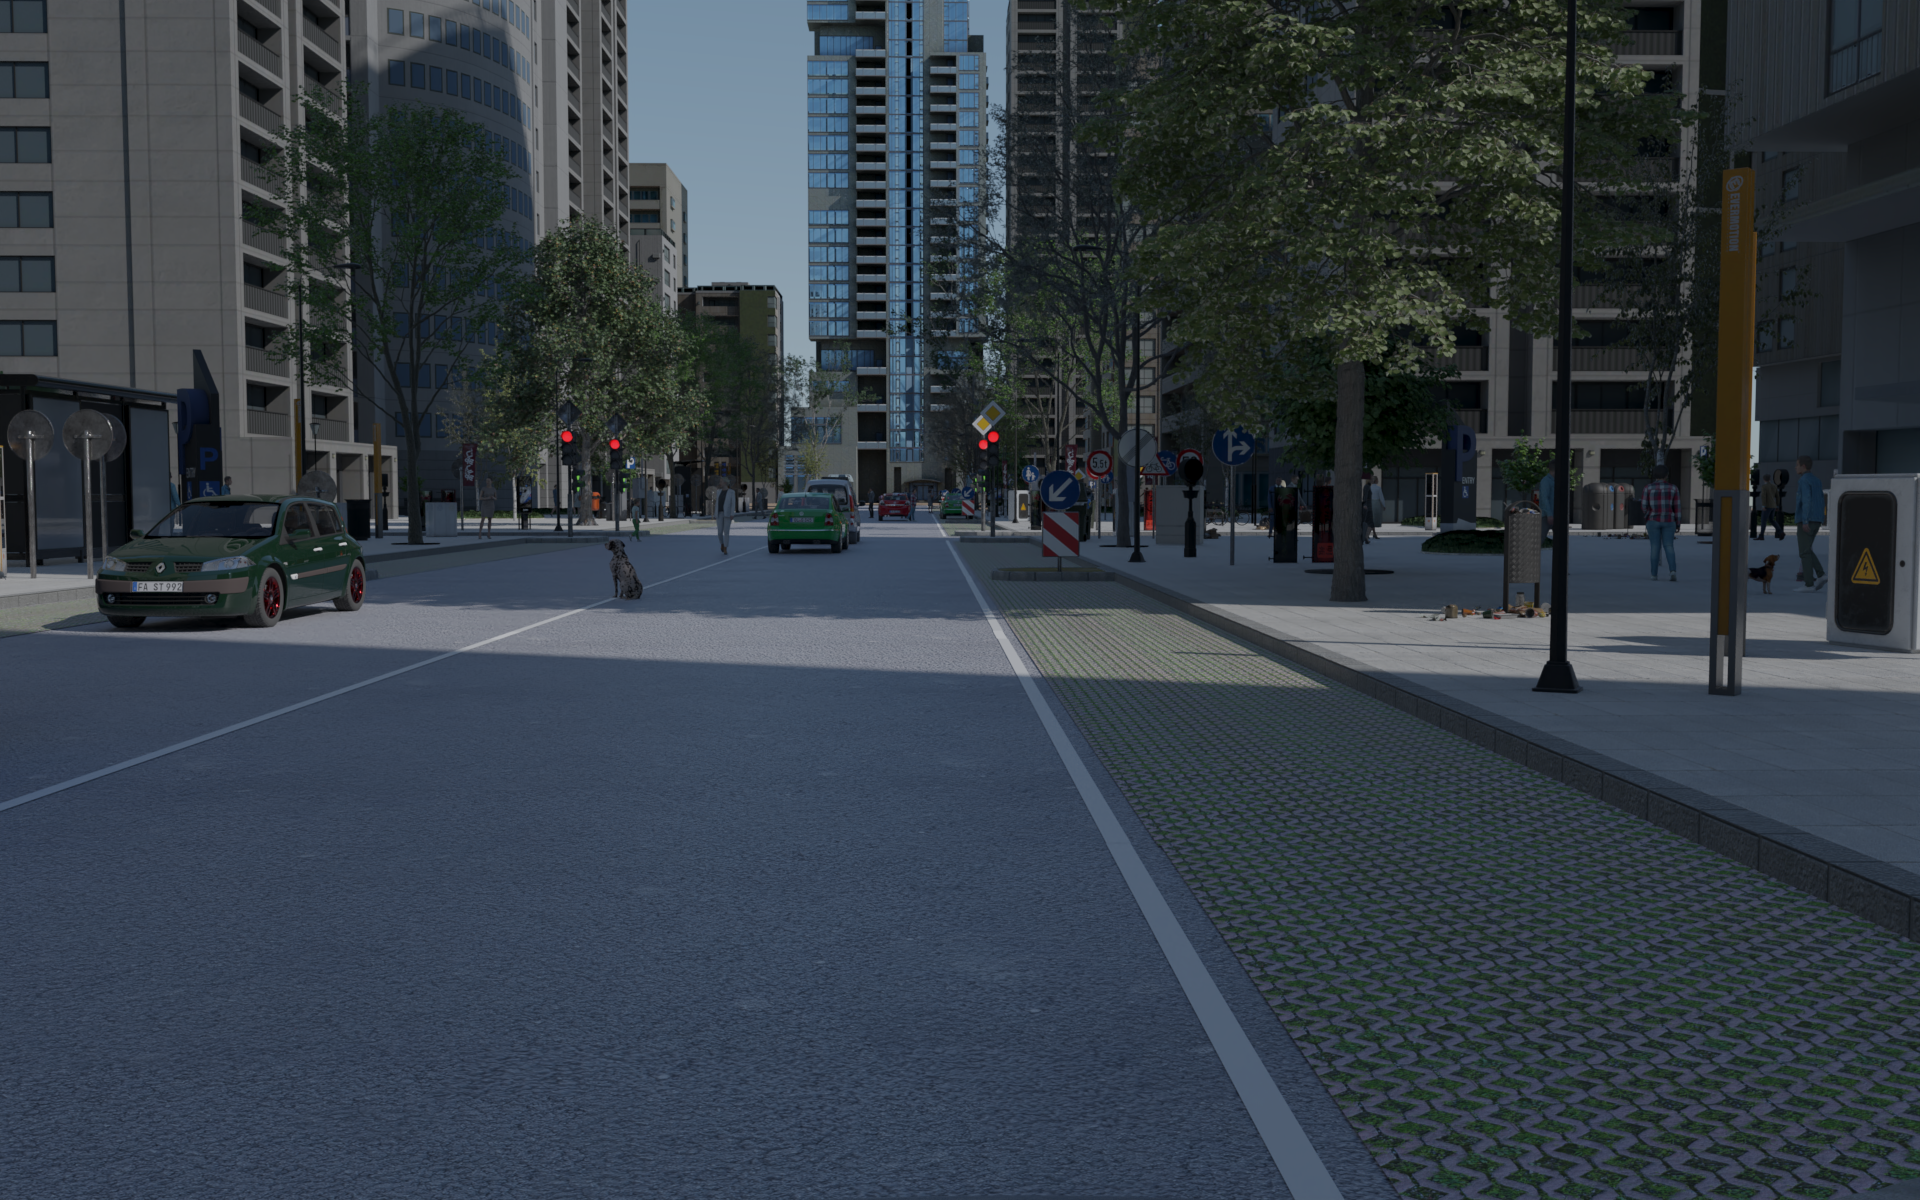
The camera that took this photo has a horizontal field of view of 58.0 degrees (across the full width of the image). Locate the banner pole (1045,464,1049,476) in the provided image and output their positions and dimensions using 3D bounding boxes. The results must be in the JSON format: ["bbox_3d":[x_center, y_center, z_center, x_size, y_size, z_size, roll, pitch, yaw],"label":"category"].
[{"bbox_3d":[5.736,-7.408,111.131,0.863,3.779,0.401,3,5,43],"label":"banner pole"}]

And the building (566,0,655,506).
[{"bbox_3d":[-40.373,-44.455,165.095,20.563,71.187,20.611,0,4,-1],"label":"building"}]

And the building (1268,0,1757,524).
[{"bbox_3d":[27.068,-39.344,81.526,20.611,71.187,20.563,0,4,-1],"label":"building"}]

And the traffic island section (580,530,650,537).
[{"bbox_3d":[-11.814,-2.284,59.621,2.009,0.180,2.903,0,4,-1],"label":"traffic island section"}]

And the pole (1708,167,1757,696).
[{"bbox_3d":[4.898,-1.049,10.990,0.158,3.312,0.155,0,3,0],"label":"pole"}]

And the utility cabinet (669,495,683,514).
[{"bbox_3d":[-18.701,-6.291,114.013,0.306,1.237,1.020,3,5,40],"label":"utility cabinet"}]

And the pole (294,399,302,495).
[{"bbox_3d":[-14.157,-2.648,37.143,0.158,3.312,0.155,0,3,0],"label":"pole"}]

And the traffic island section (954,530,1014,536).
[{"bbox_3d":[0.824,-2.301,59.901,2.009,0.180,2.903,0,4,-1],"label":"traffic island section"}]

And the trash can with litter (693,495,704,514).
[{"bbox_3d":[-16.583,-6.093,110.680,1.678,1.210,2.233,-2,4,-30],"label":"trash can with litter"}]

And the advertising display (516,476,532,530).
[{"bbox_3d":[-15.644,-3.485,62.194,0.123,1.923,0.974,1,4,13],"label":"advertising display"}]

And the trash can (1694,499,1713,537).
[{"bbox_3d":[22.623,-2.500,52.523,0.748,1.137,0.748,0,3,0],"label":"trash can"}]

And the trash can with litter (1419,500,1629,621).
[{"bbox_3d":[5.581,-0.440,18.251,2.233,1.210,1.678,-2,4,-33],"label":"trash can with litter"}]

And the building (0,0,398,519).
[{"bbox_3d":[-38.992,-39.384,82.188,20.563,71.187,20.611,0,4,-1],"label":"building"}]

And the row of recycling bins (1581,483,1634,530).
[{"bbox_3d":[23.518,-3.415,62.945,1.069,1.692,3.534,3,5,41],"label":"row of recycling bins"}]

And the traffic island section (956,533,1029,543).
[{"bbox_3d":[1.005,-1.813,51.918,2.009,0.180,2.903,0,4,-1],"label":"traffic island section"}]

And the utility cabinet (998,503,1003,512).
[{"bbox_3d":[2.870,-7.105,127.331,1.020,1.237,0.306,3,5,43],"label":"utility cabinet"}]

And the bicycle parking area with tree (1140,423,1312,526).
[{"bbox_3d":[12.390,-5.199,72.014,9.016,4.147,8.231,1,4,22],"label":"bicycle parking area with tree"}]

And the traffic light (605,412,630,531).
[{"bbox_3d":[-11.774,-4.316,59.487,0.839,4.253,0.868,0,4,-1],"label":"traffic light"}]

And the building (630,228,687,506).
[{"bbox_3d":[-38.332,-25.555,189.527,14.107,30.474,14.160,0,4,-1],"label":"building"}]

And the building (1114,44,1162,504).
[{"bbox_3d":[21.170,-29.174,160.591,14.154,41.232,14.086,0,4,-1],"label":"building"}]

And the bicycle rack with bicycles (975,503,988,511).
[{"bbox_3d":[2.330,-7.200,131.097,2.925,0.926,2.852,-1,4,-19],"label":"bicycle rack with bicycles"}]

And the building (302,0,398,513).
[{"bbox_3d":[-40.312,-43.151,143.768,20.563,71.187,20.611,0,4,-1],"label":"building"}]

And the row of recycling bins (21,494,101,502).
[{"bbox_3d":[-25.585,-2.594,49.519,3.534,1.692,1.069,2,4,30],"label":"row of recycling bins"}]

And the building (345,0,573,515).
[{"bbox_3d":[-39.418,-35.041,114.924,21.231,58.520,28.212,0,4,-1],"label":"building"}]

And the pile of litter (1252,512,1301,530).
[{"bbox_3d":[11.394,-2.951,62.215,1.719,0.858,1.176,1,4,17],"label":"pile of litter"}]

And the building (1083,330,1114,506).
[{"bbox_3d":[28.212,-20.702,183.512,27.650,21.520,28.899,0,4,-1],"label":"building"}]

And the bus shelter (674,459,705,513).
[{"bbox_3d":[-18.667,-7.844,119.535,1.731,3.624,6.357,0,4,-1],"label":"bus shelter"}]

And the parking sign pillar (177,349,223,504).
[{"bbox_3d":[-13.931,-2.647,31.754,1.447,3.967,1.447,-3,4,-36],"label":"parking sign pillar"}]

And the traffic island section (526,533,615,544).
[{"bbox_3d":[-11.633,-1.796,51.638,2.009,0.180,2.903,0,4,-1],"label":"traffic island section"}]

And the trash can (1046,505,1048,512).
[{"bbox_3d":[4.582,-4.645,87.606,0.748,1.137,0.748,0,3,0],"label":"trash can"}]

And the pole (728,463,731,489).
[{"bbox_3d":[-15.199,-7.355,114.090,0.158,3.312,0.155,0,3,0],"label":"pole"}]

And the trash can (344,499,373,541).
[{"bbox_3d":[-16.587,-2.209,47.774,0.748,1.137,0.748,0,3,0],"label":"trash can"}]

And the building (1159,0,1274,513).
[{"bbox_3d":[26.495,-30.605,124.092,21.300,48.544,21.600,0,4,-1],"label":"building"}]

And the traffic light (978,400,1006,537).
[{"bbox_3d":[0.965,-3.846,51.803,0.839,4.253,0.868,0,4,-1],"label":"traffic light"}]

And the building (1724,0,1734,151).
[{"bbox_3d":[30.115,-26.564,23.560,28.713,52.752,27.495,0,4,-1],"label":"building"}]

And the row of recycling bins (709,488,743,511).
[{"bbox_3d":[-17.302,-7.358,127.411,1.069,1.692,3.534,3,4,37],"label":"row of recycling bins"}]

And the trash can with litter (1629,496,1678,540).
[{"bbox_3d":[19.423,-2.335,49.239,2.233,1.210,1.678,1,4,8],"label":"trash can with litter"}]

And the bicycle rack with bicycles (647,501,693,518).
[{"bbox_3d":[-16.067,-4.993,95.019,2.852,0.926,2.925,-1,4,-22],"label":"bicycle rack with bicycles"}]

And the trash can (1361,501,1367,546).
[{"bbox_3d":[7.773,-1.413,34.749,0.748,1.137,0.748,0,3,0],"label":"trash can"}]

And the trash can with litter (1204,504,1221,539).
[{"bbox_3d":[6.921,-2.331,49.501,1.055,1.170,0.624,-2,4,-35],"label":"trash can with litter"}]

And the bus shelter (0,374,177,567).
[{"bbox_3d":[-17.131,-3.303,31.637,2.179,5.291,8.768,0,4,-1],"label":"bus shelter"}]

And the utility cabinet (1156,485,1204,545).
[{"bbox_3d":[5.548,-2.142,43.708,1.173,1.500,0.318,2,4,28],"label":"utility cabinet"}]

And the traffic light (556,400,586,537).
[{"bbox_3d":[-11.593,-3.828,51.504,0.839,4.253,0.868,0,4,-1],"label":"traffic light"}]

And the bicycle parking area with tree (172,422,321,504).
[{"bbox_3d":[-28.498,-5.023,69.134,8.231,4.147,9.016,0,4,3],"label":"bicycle parking area with tree"}]

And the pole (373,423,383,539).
[{"bbox_3d":[-16.769,-3.429,49.900,0.158,3.312,0.155,0,3,0],"label":"pole"}]

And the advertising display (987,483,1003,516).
[{"bbox_3d":[1.994,-5.795,99.970,0.974,1.923,0.123,2,4,28],"label":"advertising display"}]

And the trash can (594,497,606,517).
[{"bbox_3d":[-19.277,-4.952,92.616,0.748,1.137,0.748,0,3,0],"label":"trash can"}]

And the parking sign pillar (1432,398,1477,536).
[{"bbox_3d":[14.215,-3.721,49.310,1.447,3.967,1.447,-3,5,-45],"label":"parking sign pillar"}]

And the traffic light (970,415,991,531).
[{"bbox_3d":[0.784,-4.334,59.786,0.839,4.253,0.868,0,4,-1],"label":"traffic light"}]

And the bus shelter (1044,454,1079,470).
[{"bbox_3d":[6.192,-6.989,105.550,1.731,3.624,6.357,0,4,-1],"label":"bus shelter"}]
